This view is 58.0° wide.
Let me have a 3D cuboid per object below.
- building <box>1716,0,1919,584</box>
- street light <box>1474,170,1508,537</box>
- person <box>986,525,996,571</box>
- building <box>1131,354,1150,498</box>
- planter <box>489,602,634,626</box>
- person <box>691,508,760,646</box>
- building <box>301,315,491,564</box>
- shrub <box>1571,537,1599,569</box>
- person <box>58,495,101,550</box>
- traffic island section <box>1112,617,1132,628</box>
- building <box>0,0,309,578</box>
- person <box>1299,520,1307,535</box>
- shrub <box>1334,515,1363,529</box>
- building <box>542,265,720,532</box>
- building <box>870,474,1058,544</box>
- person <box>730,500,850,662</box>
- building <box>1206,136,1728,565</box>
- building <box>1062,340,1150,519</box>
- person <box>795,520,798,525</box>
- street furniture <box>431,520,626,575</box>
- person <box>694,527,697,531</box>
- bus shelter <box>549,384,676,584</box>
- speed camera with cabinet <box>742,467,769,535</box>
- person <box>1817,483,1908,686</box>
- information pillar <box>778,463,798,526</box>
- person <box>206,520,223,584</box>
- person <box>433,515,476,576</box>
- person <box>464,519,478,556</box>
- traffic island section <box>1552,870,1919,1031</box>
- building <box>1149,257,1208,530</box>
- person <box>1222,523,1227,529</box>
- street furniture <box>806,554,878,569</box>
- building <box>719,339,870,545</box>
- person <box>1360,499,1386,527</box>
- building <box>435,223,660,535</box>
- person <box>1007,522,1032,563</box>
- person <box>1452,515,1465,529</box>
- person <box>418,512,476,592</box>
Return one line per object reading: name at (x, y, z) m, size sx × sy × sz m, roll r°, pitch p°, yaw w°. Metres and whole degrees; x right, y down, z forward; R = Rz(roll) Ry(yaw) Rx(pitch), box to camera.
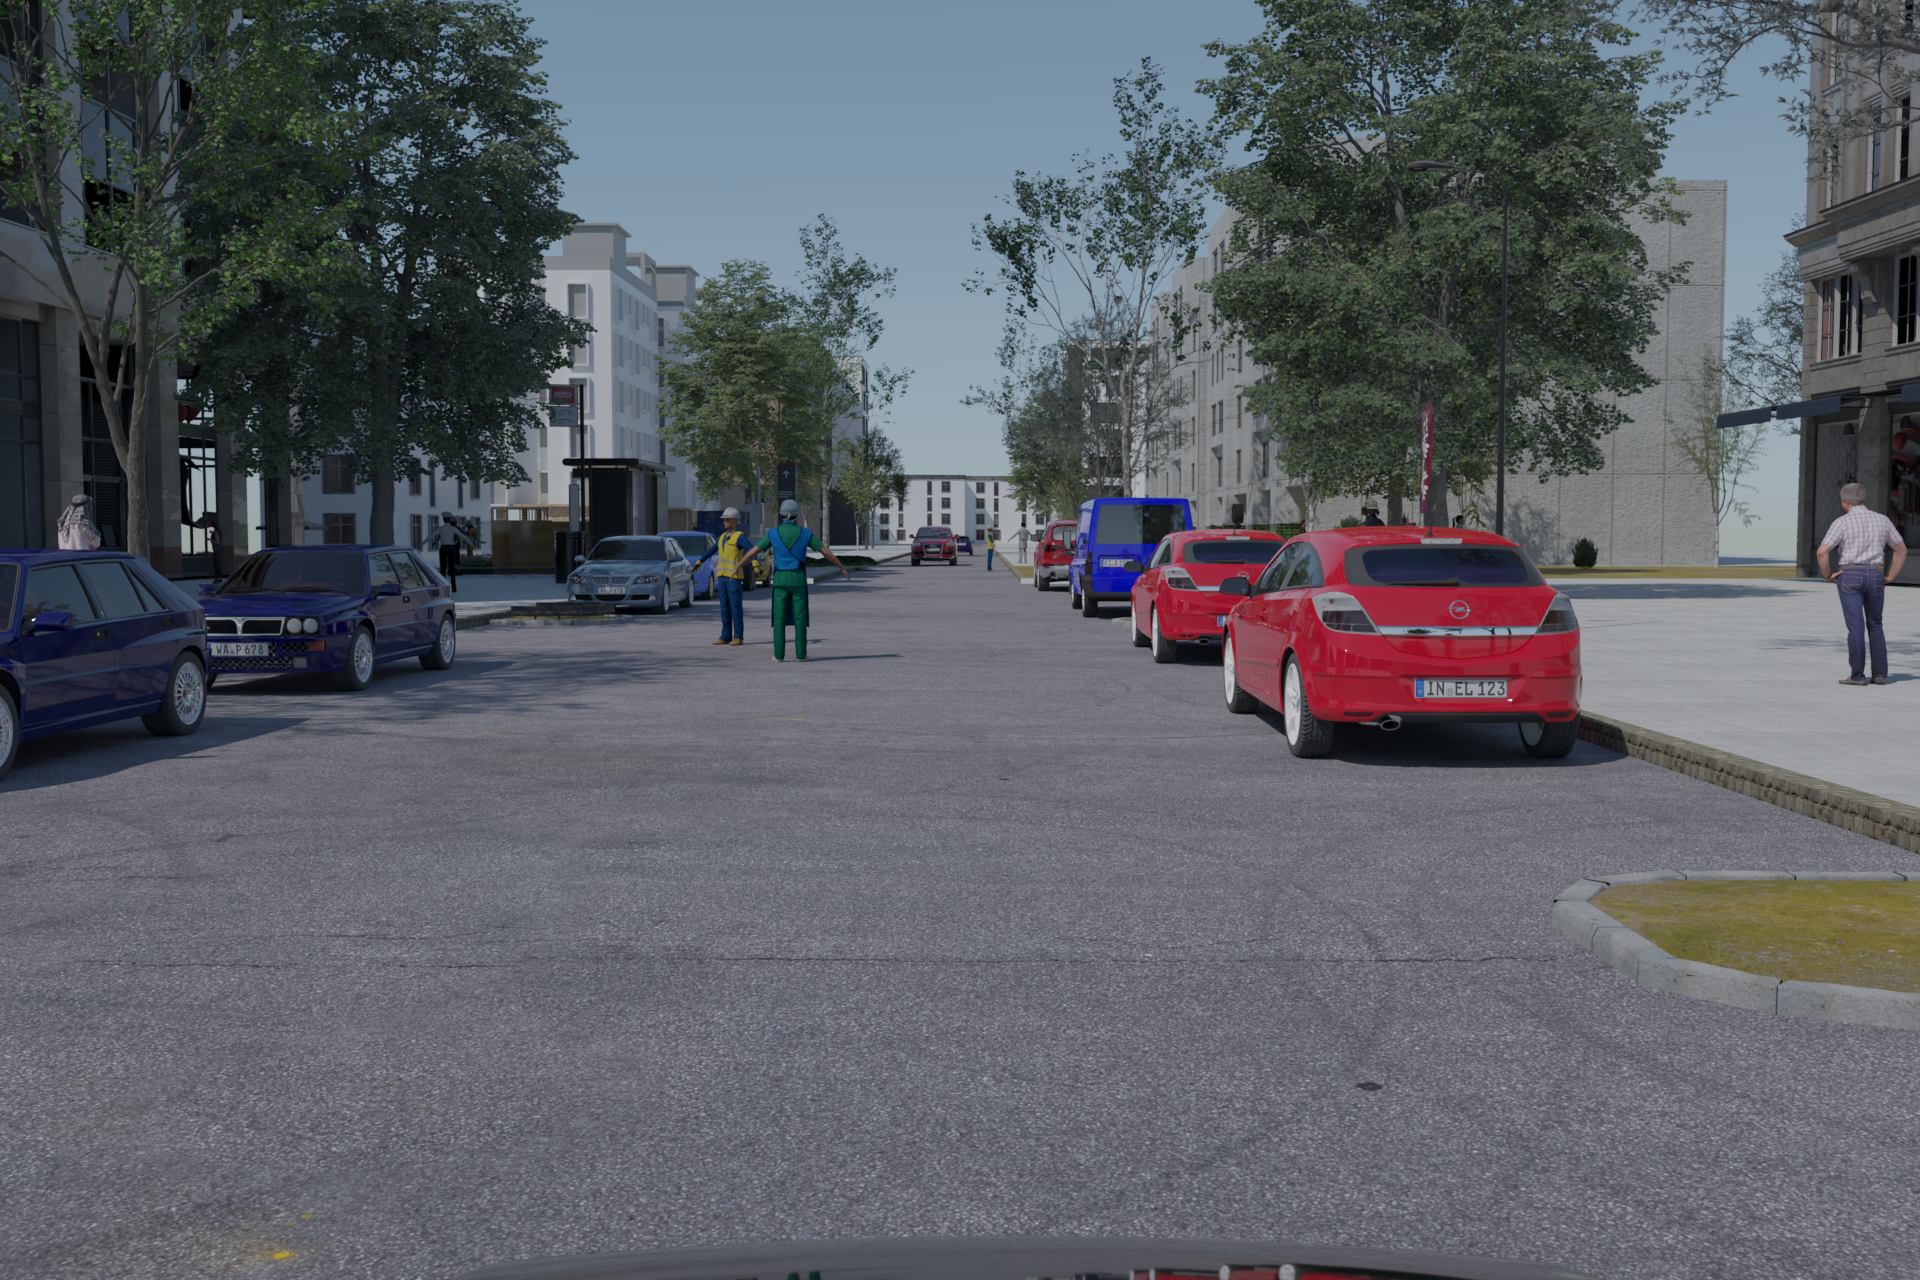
building at (26.360, -17.826, 37.565) m, size 12.429 × 33.558 × 17.177 m, roll 0°, pitch 4°, yaw 0°
street light at (7.341, -3.007, 21.706) m, size 1.470 × 5.913 × 1.316 m, roll 0°, pitch 4°, yaw 1°
person at (1.234, -3.518, 66.443) m, size 0.721 × 1.772 × 1.216 m, roll 0°, pitch 4°, yaw -6°
building at (22.822, -19.674, 178.087) m, size 16.016 × 20.090 × 11.380 m, roll 0°, pitch 4°, yaw 1°
planter at (-6.369, -0.423, 28.064) m, size 1.991 × 0.319 × 1.994 m, roll 0°, pitch 4°, yaw 1°
person at (-3.010, -0.819, 22.320) m, size 1.216 × 1.772 × 0.721 m, roll 3°, pitch 4°, yaw 39°
building at (-25.922, -8.390, 79.321) m, size 9.099 × 9.664 × 28.070 m, roll 0°, pitch 4°, yaw 0°
shrub at (22.856, -3.195, 63.358) m, size 1.383 × 1.207 × 1.383 m, roll 0°, pitch 3°, yaw 0°
person at (-10.327, -0.833, 20.330) m, size 0.551 × 1.740 × 0.621 m, roll 1°, pitch 4°, yaw 11°
traffic island section at (3.394, -0.260, 27.117) m, size 1.991 × 0.108 × 1.994 m, roll 0°, pitch 4°, yaw 1°
building at (-32.112, -16.568, 37.109) m, size 22.709 × 31.103 × 35.509 m, roll 0°, pitch 4°, yaw 1°
person at (13.127, -3.666, 66.082) m, size 0.704 × 1.812 × 1.346 m, roll 0°, pitch 4°, yaw 6°
shrub at (14.296, -3.594, 63.176) m, size 1.690 × 2.028 × 1.600 m, roll 0°, pitch 3°, yaw 0°
building at (-24.030, -16.315, 123.170) m, size 16.016 × 20.090 × 11.380 m, roll 0°, pitch 4°, yaw 1°
building at (0.109, -18.378, 245.085) m, size 28.070 × 9.664 × 9.099 m, roll 0°, pitch 4°, yaw -8°
person at (-1.906, -0.663, 19.422) m, size 1.347 × 1.817 × 0.704 m, roll 0°, pitch 4°, yaw -5°
building at (22.716, -13.422, 85.902) m, size 16.747 × 18.905 × 31.486 m, roll 0°, pitch 4°, yaw 1°
building at (25.531, -21.669, 198.260) m, size 27.936 × 21.610 × 32.646 m, roll 0°, pitch 4°, yaw 1°
person at (-5.053, -2.874, 53.792) m, size 0.721 × 1.733 × 1.217 m, roll -2°, pitch 4°, yaw -30°
street furniture at (-14.950, -3.203, 59.227) m, size 11.010 × 1.723 × 9.812 m, roll -1°, pitch 4°, yaw -19°
person at (-7.667, -2.769, 51.200) m, size 1.347 × 1.837 × 0.705 m, roll 3°, pitch 4°, yaw 36°
bus shelter at (-9.882, -4.370, 49.085) m, size 2.179 × 5.291 × 8.768 m, roll 0°, pitch 4°, yaw 0°
speed camera with cabinet at (-6.072, -3.494, 51.468) m, size 0.660 × 3.252 × 2.038 m, roll 0°, pitch 4°, yaw 2°
person at (7.620, -0.474, 14.725) m, size 0.756 × 1.711 × 0.436 m, roll 0°, pitch 4°, yaw 7°
information pillar at (-6.301, -4.527, 63.389) m, size 0.750 × 3.857 × 0.750 m, roll 0°, pitch 4°, yaw 2°
person at (-19.035, -2.243, 44.188) m, size 0.593 × 1.643 × 0.415 m, roll 2°, pitch 4°, yaw 33°
person at (-15.539, -2.898, 53.162) m, size 1.354 × 1.856 × 0.705 m, roll 0°, pitch 4°, yaw 3°
person at (-18.901, -3.726, 66.694) m, size 0.705 × 1.858 × 1.354 m, roll -2°, pitch 4°, yaw -24°
traffic island section at (3.157, 1.034, 5.953) m, size 1.991 × 0.108 × 1.994 m, roll 0°, pitch 4°, yaw 1°
building at (22.871, -15.455, 119.152) m, size 16.747 × 18.905 × 31.486 m, roll 0°, pitch 4°, yaw 1°
person at (12.577, -4.661, 82.338) m, size 1.348 × 1.813 × 0.705 m, roll -3°, pitch 4°, yaw -36°
street furniture at (-8.322, -3.148, 67.091) m, size 10.072 × 0.657 × 5.734 m, roll 0°, pitch 4°, yaw 3°
building at (-25.198, -21.556, 196.416) m, size 27.936 × 21.610 × 32.646 m, roll 0°, pitch 4°, yaw 1°
person at (6.550, -1.339, 27.766) m, size 1.351 × 1.845 × 0.704 m, roll -3°, pitch 5°, yaw -43°
building at (-25.834, -15.302, 106.611) m, size 16.016 × 20.090 × 11.380 m, roll 0°, pitch 4°, yaw 1°
person at (2.744, -4.268, 75.966) m, size 1.347 × 1.806 × 0.705 m, roll -1°, pitch 4°, yaw -19°
person at (11.826, -2.072, 40.708) m, size 0.721 × 1.735 × 1.217 m, roll 1°, pitch 4°, yaw 12°
person at (-11.297, -1.938, 38.148) m, size 1.216 × 1.778 × 0.721 m, roll -1°, pitch 4°, yaw -18°
